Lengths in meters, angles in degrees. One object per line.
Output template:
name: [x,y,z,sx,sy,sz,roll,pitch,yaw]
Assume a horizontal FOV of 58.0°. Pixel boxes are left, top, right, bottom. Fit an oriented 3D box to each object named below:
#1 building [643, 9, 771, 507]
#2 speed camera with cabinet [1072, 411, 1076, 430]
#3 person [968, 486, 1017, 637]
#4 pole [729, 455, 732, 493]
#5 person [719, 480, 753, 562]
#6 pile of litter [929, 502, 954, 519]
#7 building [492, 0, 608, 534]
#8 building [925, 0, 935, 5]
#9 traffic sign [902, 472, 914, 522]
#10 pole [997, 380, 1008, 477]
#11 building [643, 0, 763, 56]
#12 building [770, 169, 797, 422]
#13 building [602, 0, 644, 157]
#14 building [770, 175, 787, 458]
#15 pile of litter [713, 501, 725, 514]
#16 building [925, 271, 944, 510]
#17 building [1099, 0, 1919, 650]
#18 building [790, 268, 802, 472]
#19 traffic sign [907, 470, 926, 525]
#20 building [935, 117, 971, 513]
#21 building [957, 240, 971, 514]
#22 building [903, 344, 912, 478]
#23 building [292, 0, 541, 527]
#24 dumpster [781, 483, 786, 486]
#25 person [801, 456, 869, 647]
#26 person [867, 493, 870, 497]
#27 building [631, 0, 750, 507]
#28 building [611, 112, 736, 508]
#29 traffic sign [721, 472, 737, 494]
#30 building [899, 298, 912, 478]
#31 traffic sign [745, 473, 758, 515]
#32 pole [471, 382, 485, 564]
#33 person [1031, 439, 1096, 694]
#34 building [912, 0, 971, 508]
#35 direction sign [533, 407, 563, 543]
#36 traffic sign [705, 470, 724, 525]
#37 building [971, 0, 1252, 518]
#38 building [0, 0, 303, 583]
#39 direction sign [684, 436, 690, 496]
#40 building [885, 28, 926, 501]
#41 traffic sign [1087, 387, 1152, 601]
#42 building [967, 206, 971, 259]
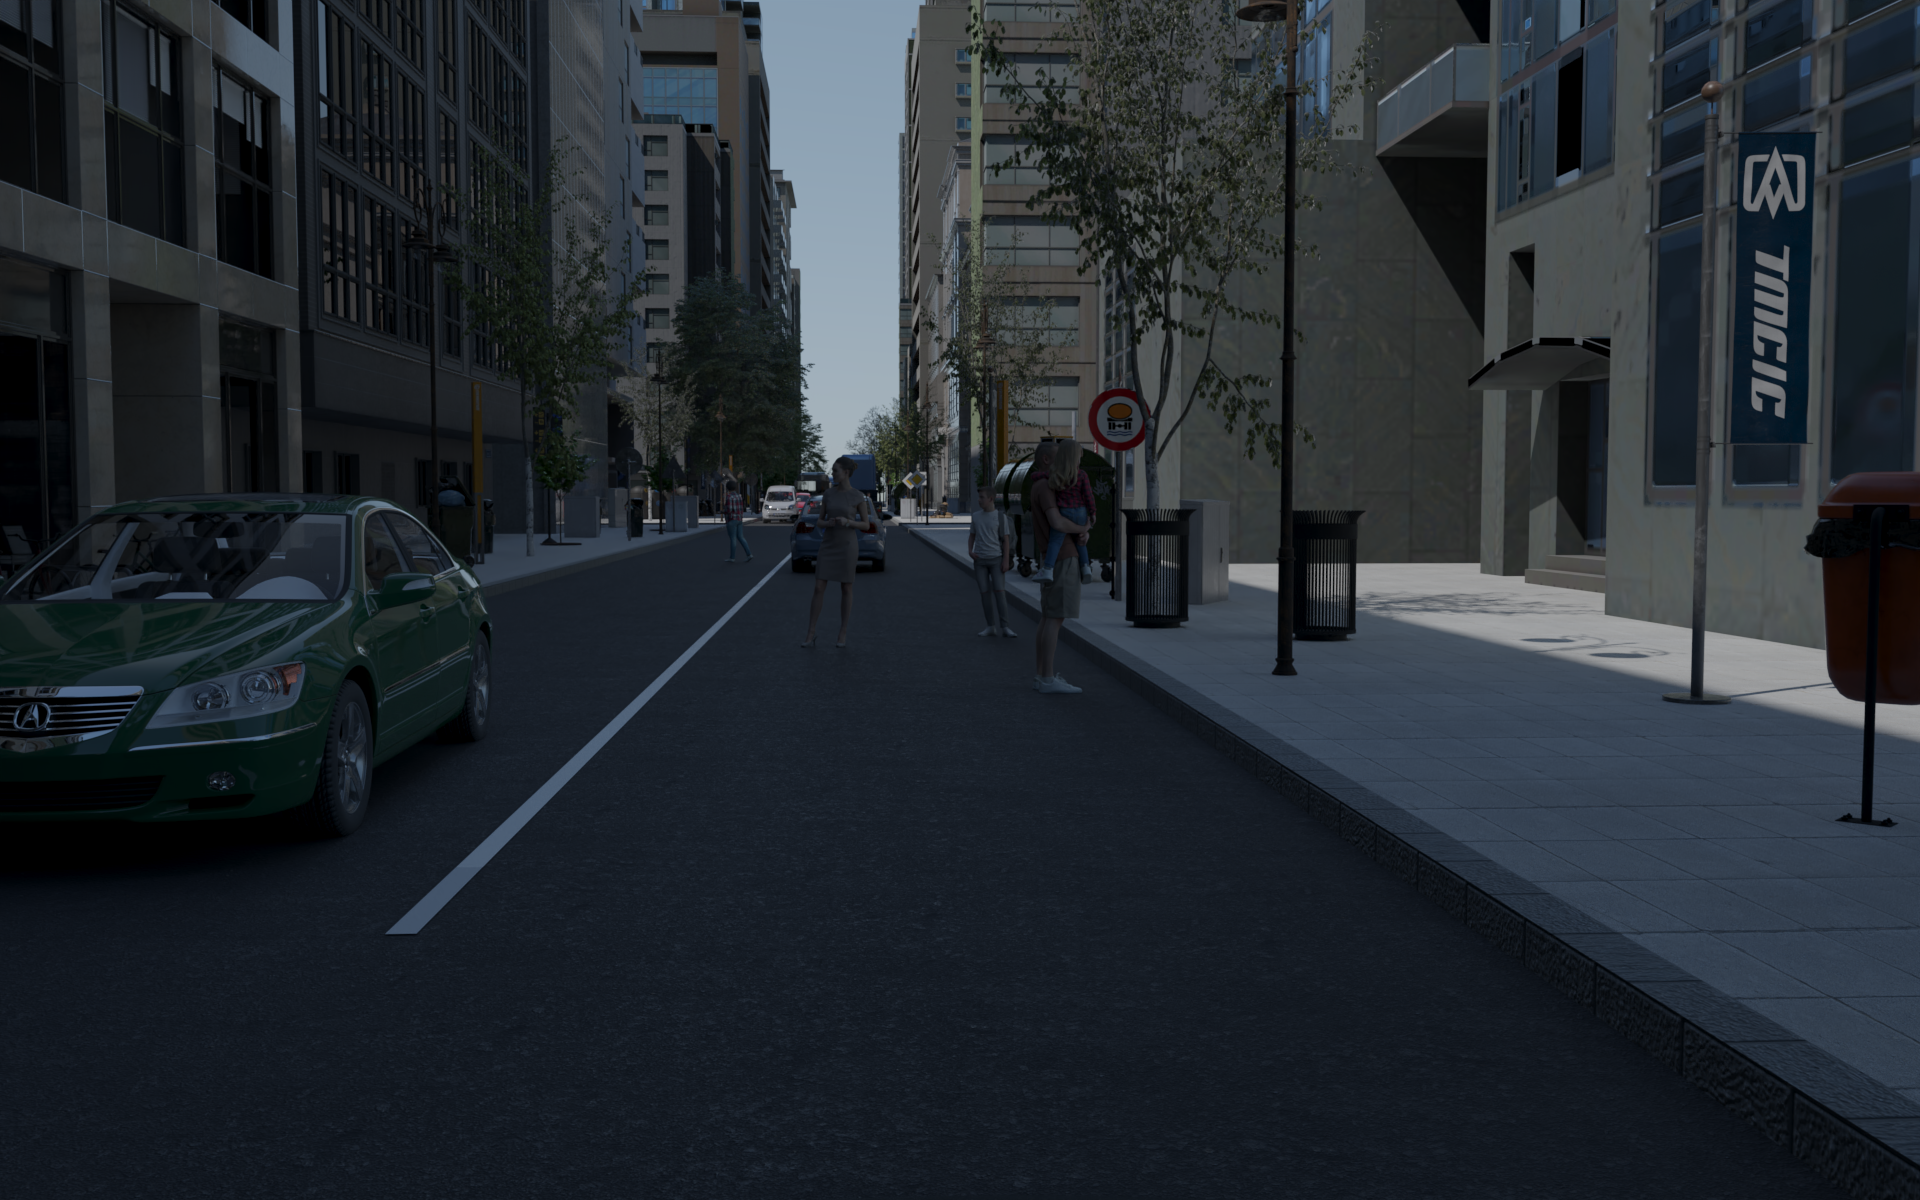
building: [-30.659,-33.927,178.404,21.300,48.544,21.600,0,4,-4]
speed camera with cabinet: [2.105,-2.862,41.133,2.038,3.252,0.660,-1,4,-14]
person: [0.342,-0.389,17.460,0.503,1.515,0.523,-1,4,-10]
pole: [-12.099,-5.969,91.435,0.158,3.312,0.155,0,3,0]
person: [-4.734,-1.662,36.514,0.643,1.720,0.563,2,4,28]
pile of litter: [-0.849,-4.722,91.165,1.719,0.858,1.176,1,4,20]
building: [-23.271,-14.818,60.305,19.932,24.808,12.078,0,4,-4]
building: [4.664,-45.841,187.749,20.563,71.187,20.611,0,4,-4]
traffic sign: [-2.262,-4.635,79.423,0.795,2.450,0.064,0,4,-4]
pole: [0.764,-2.281,31.132,0.158,3.312,0.155,0,3,0]
building: [-32.949,-54.485,203.497,22.319,86.520,31.000,0,4,-4]
building: [-41.294,-42.424,282.871,28.713,52.752,27.495,0,4,-4]
building: [-32.508,-31.047,96.858,28.713,52.752,27.495,0,4,-4]
building: [-36.902,-38.810,254.152,23.786,49.044,30.456,0,4,-4]
pile of litter: [-15.157,-5.854,109.685,1.719,0.858,1.176,0,4,6]
building: [2.297,-18.124,145.476,9.793,20.994,18.267,0,4,-4]
building: [15.461,-43.553,24.772,22.319,86.520,31.000,0,4,-4]
building: [-35.168,-37.985,304.651,14.154,41.232,14.086,0,4,-4]
traffic sign: [-1.771,-4.147,71.453,0.795,2.450,0.064,0,4,-4]
building: [5.446,-20.816,126.241,13.634,28.700,20.117,0,4,-4]
building: [5.654,-14.815,106.845,10.561,19.102,19.286,0,4,-4]
building: [7.187,-22.577,214.175,27.650,21.520,28.899,0,4,-4]
building: [-18.959,-15.063,39.782,14.314,27.812,24.014,0,4,-4]
dumpster: [-15.108,-8.737,145.339,1.502,2.255,1.985,0,4,-3]
person: [-1.170,-0.451,16.214,0.599,1.781,0.374,1,4,14]
person: [-5.255,-5.339,98.393,0.503,1.515,0.523,3,5,39]
building: [-26.831,-31.216,160.493,14.600,45.320,14.200,0,4,-4]
building: [-24.986,-22.210,134.831,14.160,30.474,14.107,0,4,-4]
traffic sign: [-10.542,-4.605,78.935,0.795,2.450,0.064,0,4,-4]
building: [-2.010,-29.573,255.220,14.160,30.474,14.107,0,4,-4]
traffic sign: [-12.834,-6.517,106.661,0.768,2.556,0.104,0,4,0]
pole: [-8.797,-2.309,31.588,0.158,3.312,0.155,0,3,0]
person: [0.716,-0.250,12.556,0.580,1.828,0.573,3,5,42]
building: [6.348,-33.256,167.438,21.300,48.544,21.600,0,4,-4]
direction sign: [-10.778,-3.265,45.381,0.379,3.537,0.876,3,5,44]
traffic sign: [-10.050,-4.118,70.965,0.795,2.450,0.064,0,4,-4]
building: [7.286,-23.088,61.083,14.154,41.232,14.086,0,4,-4]
building: [-19.522,-12.611,10.705,19.350,26.468,34.151,0,4,-4]
direction sign: [-10.626,-4.620,67.526,0.379,3.537,0.876,-1,4,-23]
building: [-1.557,-60.228,297.406,22.319,86.520,31.000,0,4,-4]
traffic sign: [1.903,-1.261,20.729,0.768,2.556,0.104,0,4,1]
building: [12.749,-15.142,89.367,24.055,21.916,13.314,0,4,-4]
